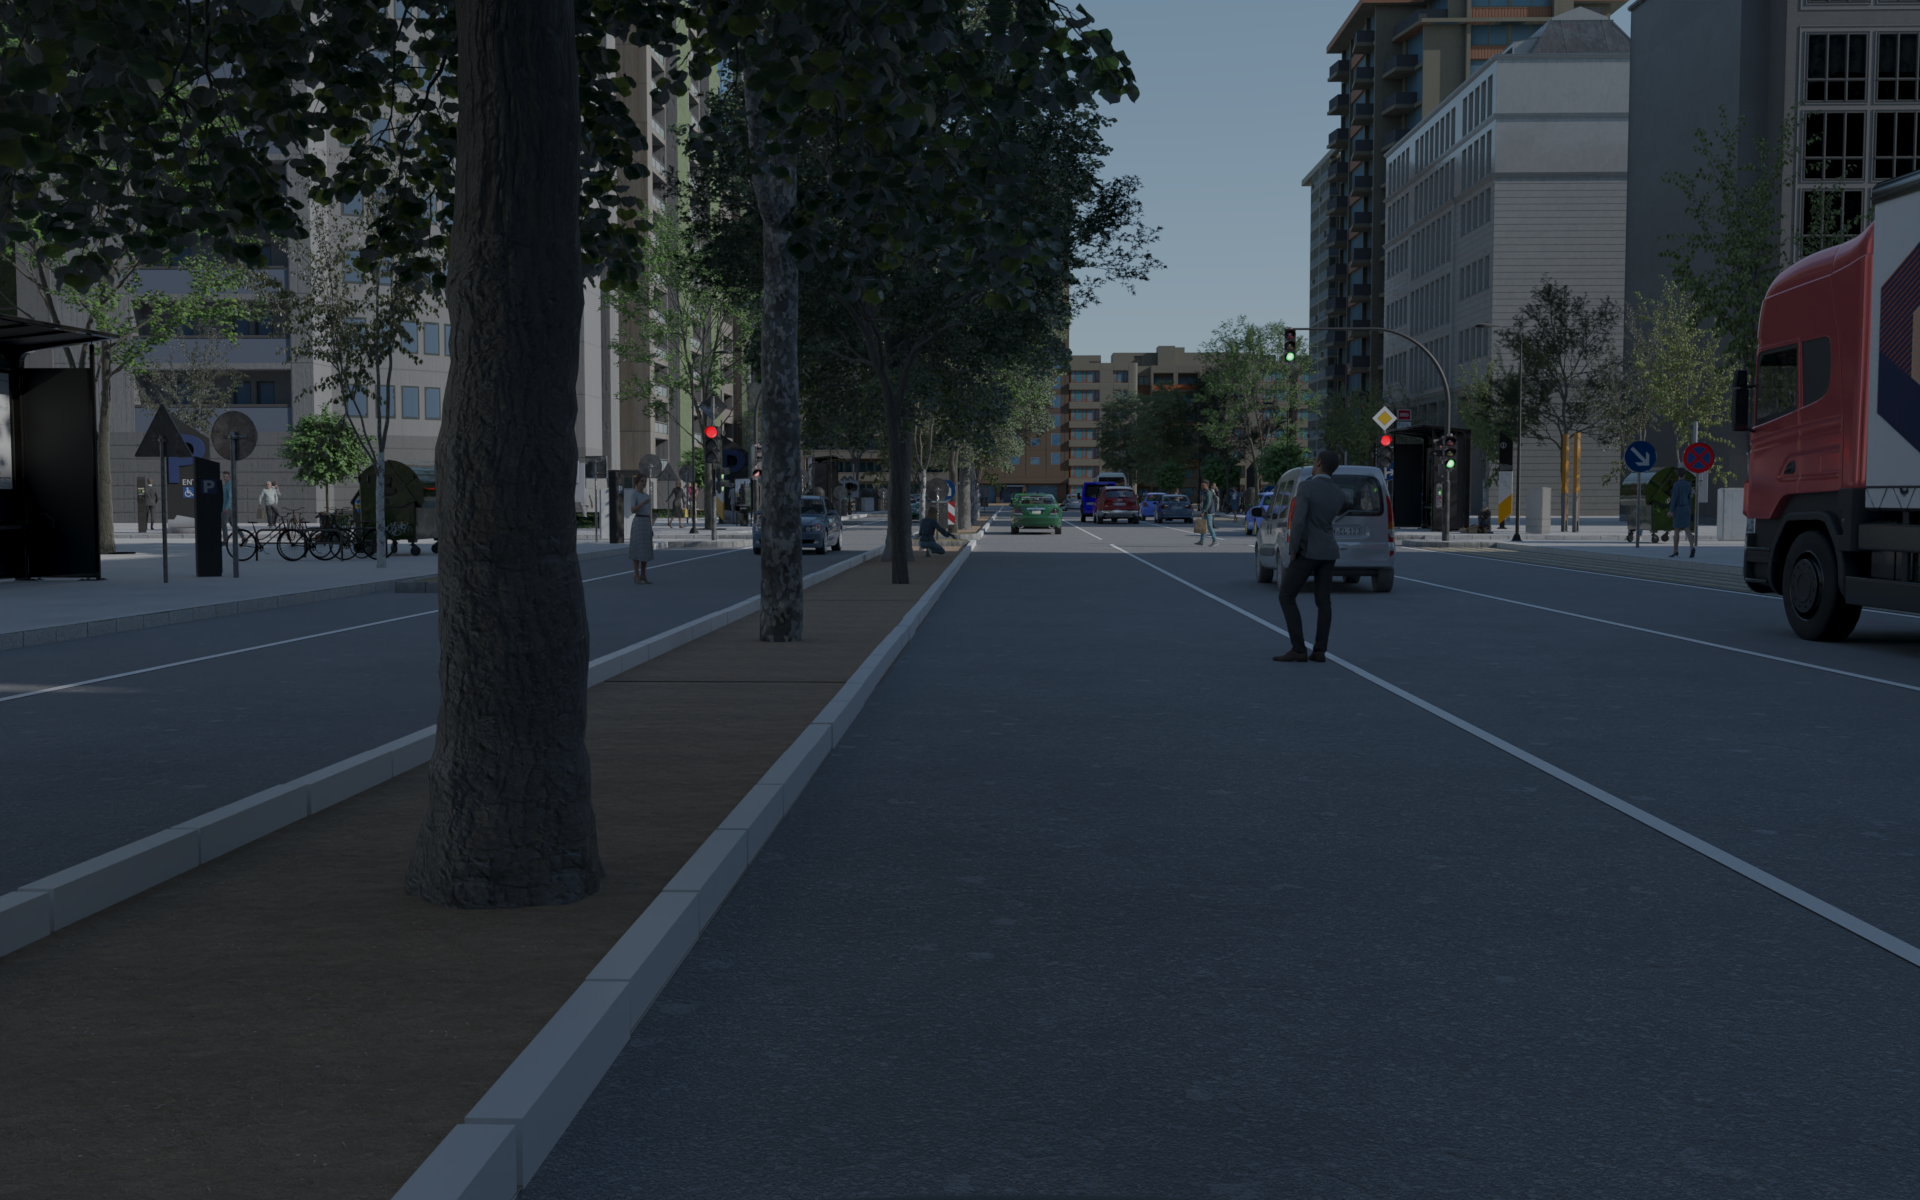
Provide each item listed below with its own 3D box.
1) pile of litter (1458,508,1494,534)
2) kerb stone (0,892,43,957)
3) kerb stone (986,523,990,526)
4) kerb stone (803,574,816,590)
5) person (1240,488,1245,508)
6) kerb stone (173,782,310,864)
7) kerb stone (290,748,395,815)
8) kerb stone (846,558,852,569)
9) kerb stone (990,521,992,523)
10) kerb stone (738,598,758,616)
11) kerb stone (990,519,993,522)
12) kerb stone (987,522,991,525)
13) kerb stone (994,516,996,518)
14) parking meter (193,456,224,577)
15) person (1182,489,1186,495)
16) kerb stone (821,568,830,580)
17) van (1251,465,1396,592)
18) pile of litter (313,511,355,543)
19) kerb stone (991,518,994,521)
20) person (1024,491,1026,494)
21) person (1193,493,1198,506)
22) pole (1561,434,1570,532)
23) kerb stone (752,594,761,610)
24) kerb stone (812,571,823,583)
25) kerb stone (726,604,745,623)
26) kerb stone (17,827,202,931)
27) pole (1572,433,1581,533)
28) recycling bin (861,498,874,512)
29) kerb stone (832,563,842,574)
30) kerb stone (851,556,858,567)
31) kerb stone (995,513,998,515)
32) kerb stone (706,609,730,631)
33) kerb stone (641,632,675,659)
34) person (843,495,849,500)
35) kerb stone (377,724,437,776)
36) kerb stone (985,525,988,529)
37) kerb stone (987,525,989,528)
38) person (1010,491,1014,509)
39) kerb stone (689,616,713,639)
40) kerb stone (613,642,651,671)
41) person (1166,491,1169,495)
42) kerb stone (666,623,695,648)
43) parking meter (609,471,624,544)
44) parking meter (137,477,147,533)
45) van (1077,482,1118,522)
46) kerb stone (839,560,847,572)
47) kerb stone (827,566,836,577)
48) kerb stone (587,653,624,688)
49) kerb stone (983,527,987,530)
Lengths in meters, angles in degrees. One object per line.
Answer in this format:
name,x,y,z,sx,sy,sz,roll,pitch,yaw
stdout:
pile of litter,16.903,-2.611,56.662,1.176,0.858,1.719,2,4,28
kerb stone,-3.015,1.048,5.098,0.120,0.150,1.000,0,4,2
kerb stone,1.010,-2.870,69.122,0.120,0.150,1.000,0,4,2
kerb stone,-2.369,-0.266,26.614,0.120,0.150,1.000,0,4,2
person,25.448,-9.177,156.163,1.350,1.814,0.705,3,4,36
kerb stone,-2.961,0.920,7.154,0.120,0.150,1.000,0,4,2
kerb stone,-2.924,0.861,8.185,0.120,0.150,1.000,0,4,2
kerb stone,-2.193,-0.646,32.756,0.120,0.150,1.000,0,4,2
kerb stone,1.202,-3.246,75.265,0.120,0.150,1.000,0,4,2
kerb stone,-2.553,0.111,20.460,0.120,0.150,1.000,0,4,2
kerb stone,1.319,-3.498,79.390,0.120,0.150,1.000,0,4,2
kerb stone,1.106,-3.051,72.192,0.120,0.150,1.000,0,4,2
kerb stone,1.664,-4.189,90.687,0.120,0.150,1.000,0,4,2
parking meter,-11.668,-1.297,26.913,0.399,1.863,0.255,-2,4,-32
person,22.191,-10.082,171.433,0.434,1.755,0.990,-1,4,-15
kerb stone,-2.307,-0.389,28.667,0.120,0.150,1.000,0,4,2
van,5.558,-1.202,26.667,2.013,2.044,4.112,0,4,3
pile of litter,-16.307,-1.892,44.892,1.719,0.858,1.176,1,4,21
kerb stone,1.413,-3.686,82.456,0.120,0.150,1.000,0,4,2
person,7.169,-11.302,193.964,0.721,1.739,1.217,0,4,7
person,26.285,-11.252,190.732,1.217,1.735,0.721,1,4,14
pole,20.511,-3.966,58.689,0.158,3.312,0.155,0,3,0
kerb stone,-2.524,0.044,21.491,0.120,0.150,1.000,0,4,2
kerb stone,-2.341,-0.333,27.643,0.120,0.150,1.000,0,4,2
kerb stone,-2.581,0.175,19.437,0.120,0.150,1.000,0,4,2
kerb stone,-2.990,0.982,6.133,0.120,0.150,1.000,0,4,2
pole,20.561,-3.909,57.762,0.158,3.312,0.155,0,3,0
recycling bin,-6.613,-6.817,124.007,0.722,1.027,0.722,-2,4,-25
kerb stone,-2.250,-0.521,30.713,0.120,0.150,1.000,0,4,2
kerb stone,-2.150,-0.707,33.778,0.120,0.150,1.000,0,4,2
kerb stone,2.005,-4.878,101.957,0.120,0.150,1.000,0,4,2
kerb stone,-2.616,0.231,18.415,0.120,0.150,1.000,0,4,2
kerb stone,-2.709,0.420,15.341,0.120,0.150,1.000,0,4,2
person,-9.882,-8.637,147.251,1.348,1.826,0.705,-2,4,-24
kerb stone,-2.896,0.803,9.207,0.120,0.150,1.000,0,4,2
kerb stone,0.891,-2.619,65.010,0.120,0.150,1.000,0,4,2
kerb stone,0.925,-2.682,66.041,0.120,0.150,1.000,0,4,2
person,4.755,-8.919,155.112,0.721,1.735,1.217,0,4,7
kerb stone,-2.648,0.294,17.385,0.120,0.150,1.000,0,4,2
kerb stone,-2.742,0.483,14.319,0.120,0.150,1.000,0,4,2
person,23.497,-11.511,195.717,0.415,1.643,0.593,-1,4,-15
kerb stone,-2.681,0.358,16.362,0.120,0.150,1.000,0,4,2
parking meter,-8.920,-2.402,44.991,0.255,1.863,0.399,1,4,20
parking meter,-27.317,-3.187,57.816,0.255,1.863,0.399,-2,4,-25
van,7.176,-5.207,89.513,2.240,2.365,5.245,0,4,4
kerb stone,-2.219,-0.583,31.735,0.120,0.150,1.000,0,4,2
kerb stone,-2.272,-0.452,29.689,0.120,0.150,1.000,0,4,2
kerb stone,-2.773,0.544,13.297,0.120,0.150,1.000,0,4,2
kerb stone,0.791,-2.430,61.932,0.120,0.150,1.000,0,4,2
